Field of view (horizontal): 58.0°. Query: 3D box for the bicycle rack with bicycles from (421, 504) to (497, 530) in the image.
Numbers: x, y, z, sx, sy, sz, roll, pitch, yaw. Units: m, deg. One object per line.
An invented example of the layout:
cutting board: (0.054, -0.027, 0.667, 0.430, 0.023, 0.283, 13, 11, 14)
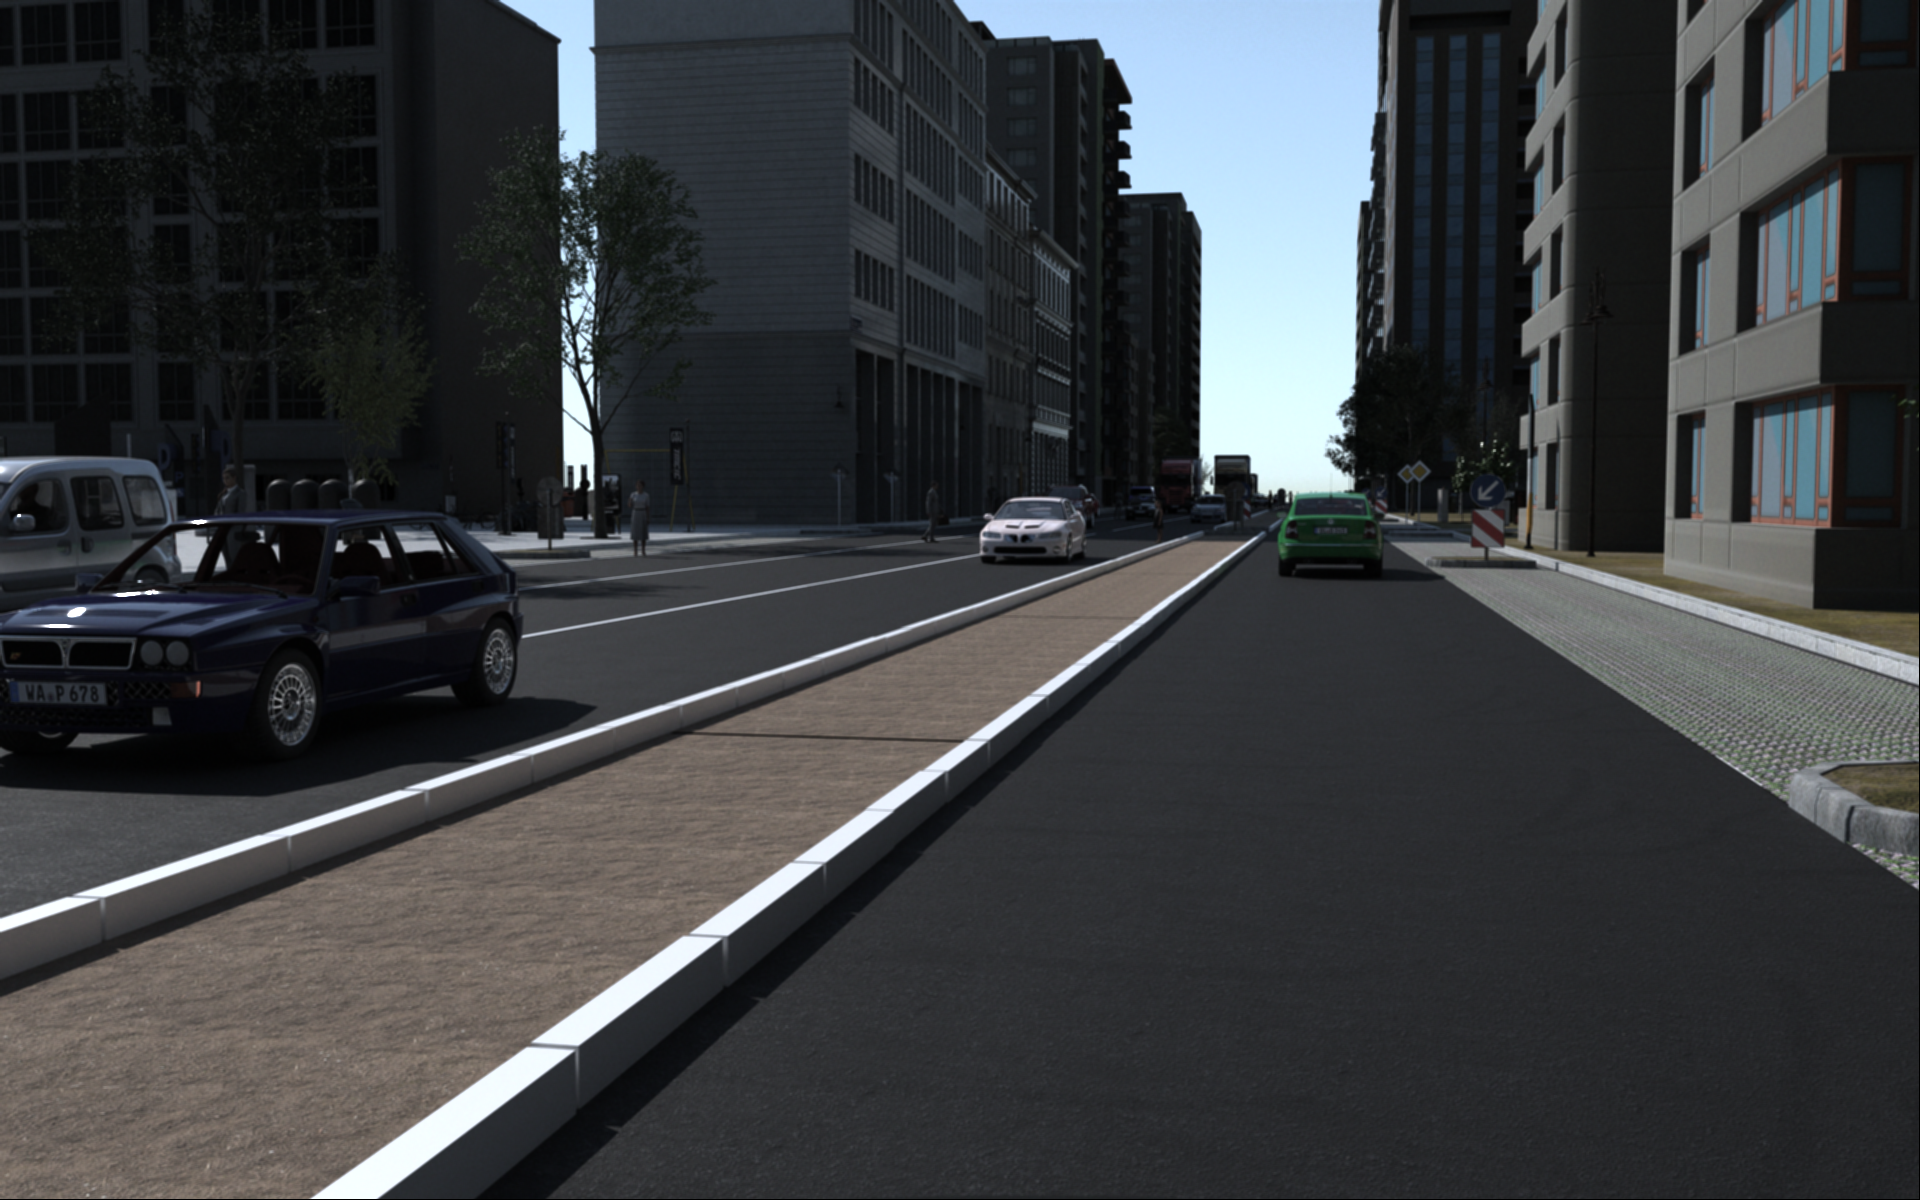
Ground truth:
bicycle rack with bicycles: (-18.509, -3.013, 62.640, 2.925, 0.926, 2.852, 0, 4, -1)

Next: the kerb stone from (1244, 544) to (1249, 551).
kerb stone: (6.808, -1.194, 41.714, 0.120, 0.150, 1.000, 1, 4, 12)

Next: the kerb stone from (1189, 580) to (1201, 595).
kerb stone: (3.298, -0.147, 24.627, 0.120, 0.150, 1.000, 1, 4, 12)

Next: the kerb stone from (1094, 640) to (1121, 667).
kerb stone: (1.222, 0.471, 14.577, 0.120, 0.150, 1.000, 1, 4, 12)

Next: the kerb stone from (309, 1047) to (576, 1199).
kerb stone: (-1.046, 1.142, 3.521, 0.120, 0.150, 1.000, 1, 4, 12)

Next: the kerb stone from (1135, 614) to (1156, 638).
kerb stone: (1.854, 0.281, 17.595, 0.120, 0.150, 1.000, 1, 4, 12)

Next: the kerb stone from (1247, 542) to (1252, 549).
kerb stone: (7.223, -1.317, 43.723, 0.120, 0.150, 1.000, 1, 4, 12)

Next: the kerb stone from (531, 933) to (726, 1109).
kerb stone: (-0.845, 1.080, 4.531, 0.120, 0.150, 1.000, 1, 4, 12)

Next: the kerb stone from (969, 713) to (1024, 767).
kerb stone: (0.196, 0.773, 9.549, 0.120, 0.150, 1.000, 1, 4, 12)

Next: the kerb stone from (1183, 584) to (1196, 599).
kerb stone: (3.087, -0.086, 23.625, 0.120, 0.150, 1.000, 1, 4, 12)

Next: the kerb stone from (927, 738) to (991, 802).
kerb stone: (-0.013, 0.837, 8.539, 0.120, 0.150, 1.000, 1, 4, 12)

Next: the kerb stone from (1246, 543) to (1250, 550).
kerb stone: (7.009, -1.256, 42.723, 0.120, 0.150, 1.000, 1, 4, 12)

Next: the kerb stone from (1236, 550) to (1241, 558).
kerb stone: (5.979, -0.948, 37.702, 0.120, 0.150, 1.000, 1, 4, 12)

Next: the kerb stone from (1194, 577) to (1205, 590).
kerb stone: (3.496, -0.207, 25.631, 0.120, 0.150, 1.000, 1, 4, 12)

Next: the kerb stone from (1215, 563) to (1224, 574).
kerb stone: (4.536, -0.513, 30.660, 0.120, 0.150, 1.000, 1, 4, 12)

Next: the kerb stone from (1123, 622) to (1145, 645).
kerb stone: (1.642, 0.346, 16.595, 0.120, 0.150, 1.000, 1, 4, 12)

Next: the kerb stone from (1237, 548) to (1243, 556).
kerb stone: (6.185, -1.008, 38.711, 0.120, 0.150, 1.000, 1, 4, 12)

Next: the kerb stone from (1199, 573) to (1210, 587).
kerb stone: (3.712, -0.272, 26.636, 0.120, 0.150, 1.000, 1, 4, 12)

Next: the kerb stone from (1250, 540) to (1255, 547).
kerb stone: (7.635, -1.440, 45.742, 0.120, 0.150, 1.000, 1, 4, 12)

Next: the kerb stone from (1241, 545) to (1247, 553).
kerb stone: (6.598, -1.133, 40.714, 0.120, 0.150, 1.000, 1, 4, 12)

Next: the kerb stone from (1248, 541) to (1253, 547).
kerb stone: (7.430, -1.377, 44.735, 0.120, 0.150, 1.000, 1, 4, 12)

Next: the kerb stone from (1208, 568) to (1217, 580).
kerb stone: (4.122, -0.394, 28.645, 0.120, 0.150, 1.000, 1, 4, 12)

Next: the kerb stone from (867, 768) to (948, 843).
kerb stone: (-0.227, 0.898, 7.536, 0.120, 0.150, 1.000, 1, 4, 12)

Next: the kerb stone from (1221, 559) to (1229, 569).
kerb stone: (4.940, -0.640, 32.668, 0.120, 0.150, 1.000, 1, 4, 12)

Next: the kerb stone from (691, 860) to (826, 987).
kerb stone: (-0.632, 1.019, 5.532, 0.120, 0.150, 1.000, 1, 4, 12)

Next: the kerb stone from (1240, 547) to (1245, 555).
kerb stone: (6.392, -1.068, 39.712, 0.120, 0.150, 1.000, 1, 4, 12)

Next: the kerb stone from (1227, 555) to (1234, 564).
kerb stone: (5.352, -0.759, 34.673, 0.120, 0.150, 1.000, 1, 4, 12)

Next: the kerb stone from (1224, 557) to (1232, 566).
kerb stone: (5.154, -0.702, 33.670, 0.120, 0.150, 1.000, 1, 4, 12)

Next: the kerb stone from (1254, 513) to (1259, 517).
kerb stone: (18.908, -5.429, 111.005, 0.120, 0.150, 1.000, 1, 4, 12)

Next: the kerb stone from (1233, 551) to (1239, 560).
kerb stone: (5.772, -0.886, 36.684, 0.120, 0.150, 1.000, 1, 4, 12)

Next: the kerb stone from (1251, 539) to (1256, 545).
kerb stone: (7.831, -1.502, 46.748, 0.120, 0.150, 1.000, 1, 4, 12)

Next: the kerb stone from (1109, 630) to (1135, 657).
kerb stone: (1.437, 0.405, 15.591, 0.120, 0.150, 1.000, 1, 4, 12)

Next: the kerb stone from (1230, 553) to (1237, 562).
kerb stone: (5.563, -0.820, 35.680, 0.120, 0.150, 1.000, 1, 4, 12)

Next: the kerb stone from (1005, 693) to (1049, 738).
kerb stone: (0.394, 0.717, 10.552, 0.120, 0.150, 1.000, 1, 4, 12)

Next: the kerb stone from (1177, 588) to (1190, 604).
kerb stone: (2.876, -0.026, 22.625, 0.120, 0.150, 1.000, 1, 4, 12)

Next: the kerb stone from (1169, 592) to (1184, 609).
kerb stone: (2.664, 0.035, 21.618, 0.120, 0.150, 1.000, 1, 4, 12)

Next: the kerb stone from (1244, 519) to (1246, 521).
kerb stone: (14.782, -4.204, 90.924, 0.120, 0.150, 1.000, 1, 4, 12)

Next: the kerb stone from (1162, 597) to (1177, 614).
kerb stone: (2.457, 0.098, 20.617, 0.120, 0.150, 1.000, 1, 4, 12)

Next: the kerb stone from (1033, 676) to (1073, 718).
kerb stone: (0.607, 0.651, 11.554, 0.120, 0.150, 1.000, 1, 4, 12)

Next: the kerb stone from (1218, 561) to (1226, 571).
kerb stone: (4.736, -0.579, 31.665, 0.120, 0.150, 1.000, 1, 4, 12)

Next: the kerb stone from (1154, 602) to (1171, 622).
kerb stone: (2.259, 0.158, 19.610, 0.120, 0.150, 1.000, 1, 4, 12)

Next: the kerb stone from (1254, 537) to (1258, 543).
kerb stone: (8.250, -1.625, 48.759, 0.120, 0.150, 1.000, 1, 4, 12)

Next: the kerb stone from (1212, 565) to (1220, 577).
kerb stone: (4.324, -0.456, 29.651, 0.120, 0.150, 1.000, 1, 4, 12)

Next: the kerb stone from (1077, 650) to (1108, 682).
kerb stone: (1.020, 0.528, 13.565, 0.120, 0.150, 1.000, 1, 4, 12)

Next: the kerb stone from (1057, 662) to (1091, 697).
kerb stone: (0.811, 0.591, 12.564, 0.120, 0.150, 1.000, 1, 4, 12)

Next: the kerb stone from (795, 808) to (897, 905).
kerb stone: (-0.425, 0.958, 6.533, 0.120, 0.150, 1.000, 1, 4, 12)

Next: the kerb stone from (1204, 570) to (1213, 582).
kerb stone: (3.910, -0.333, 27.645, 0.120, 0.150, 1.000, 1, 4, 12)

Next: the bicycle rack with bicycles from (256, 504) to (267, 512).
bicycle rack with bicycles: (-42.526, -5.623, 105.323, 2.925, 0.926, 2.852, 0, 4, -4)

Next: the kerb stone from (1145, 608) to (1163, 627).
kerb stone: (2.050, 0.220, 18.602, 0.120, 0.150, 1.000, 1, 4, 12)

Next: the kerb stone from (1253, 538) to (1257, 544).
kerb stone: (8.050, -1.563, 47.757, 0.120, 0.150, 1.000, 1, 4, 12)
